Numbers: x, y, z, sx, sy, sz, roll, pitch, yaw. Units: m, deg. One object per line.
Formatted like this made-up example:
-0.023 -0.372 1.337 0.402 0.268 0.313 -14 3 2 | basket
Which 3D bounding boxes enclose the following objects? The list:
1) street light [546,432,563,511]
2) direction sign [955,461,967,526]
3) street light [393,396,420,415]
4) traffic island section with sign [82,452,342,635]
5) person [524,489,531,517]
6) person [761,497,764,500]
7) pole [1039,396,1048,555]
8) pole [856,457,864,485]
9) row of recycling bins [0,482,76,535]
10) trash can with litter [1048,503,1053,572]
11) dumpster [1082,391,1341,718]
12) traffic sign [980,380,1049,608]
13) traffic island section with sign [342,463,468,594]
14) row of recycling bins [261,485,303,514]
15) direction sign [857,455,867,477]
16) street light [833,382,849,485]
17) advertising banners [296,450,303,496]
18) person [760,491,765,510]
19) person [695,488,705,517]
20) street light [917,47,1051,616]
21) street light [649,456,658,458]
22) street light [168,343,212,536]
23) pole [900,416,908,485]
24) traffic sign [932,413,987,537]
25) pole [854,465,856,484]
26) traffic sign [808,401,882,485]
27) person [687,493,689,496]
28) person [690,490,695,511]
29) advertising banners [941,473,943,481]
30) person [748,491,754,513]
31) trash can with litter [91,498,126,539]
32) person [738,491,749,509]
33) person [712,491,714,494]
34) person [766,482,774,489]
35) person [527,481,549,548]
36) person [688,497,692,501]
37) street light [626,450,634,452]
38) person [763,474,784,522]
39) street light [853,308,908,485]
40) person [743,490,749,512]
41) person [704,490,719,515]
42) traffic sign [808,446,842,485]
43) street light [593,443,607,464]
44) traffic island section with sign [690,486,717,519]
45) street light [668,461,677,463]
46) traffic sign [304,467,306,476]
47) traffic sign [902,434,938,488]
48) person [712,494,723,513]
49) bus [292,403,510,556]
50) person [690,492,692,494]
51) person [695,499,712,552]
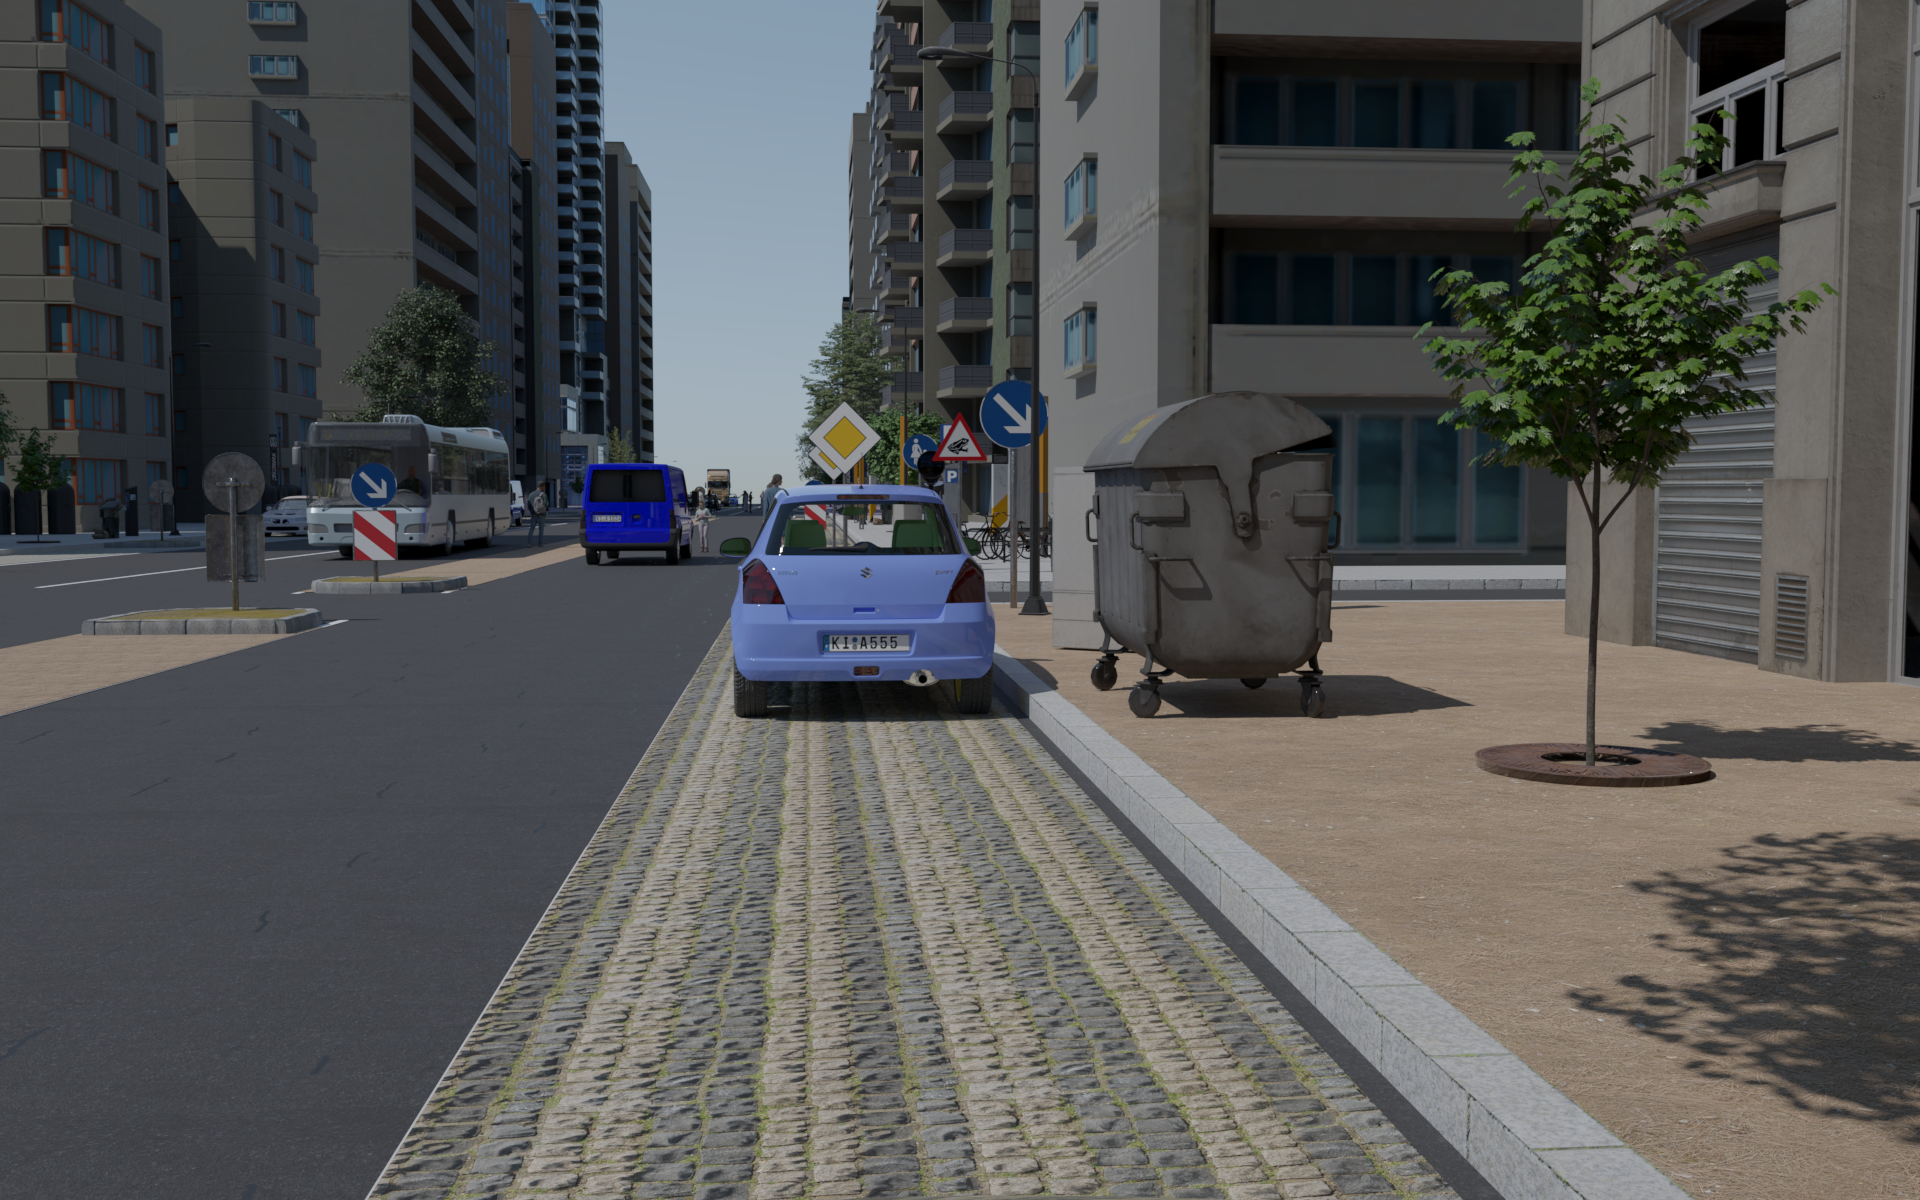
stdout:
-30.366 -9.607 129.621 1.470 5.913 1.316 0 4 -5 | street light
0.041 -4.767 69.944 0.379 3.537 0.876 2 4 34 | direction sign
-26.184 -6.688 81.896 1.470 5.913 1.316 0 4 -5 | street light
-7.928 -0.630 18.441 2.006 1.907 1.989 0 4 -5 | traffic island section with sign
-26.349 -5.897 105.590 0.621 1.740 0.551 -2 4 -30 | person
-14.897 -7.664 134.491 1.217 1.739 0.721 -2 4 -26 | person
1.734 -2.585 36.106 0.158 3.312 0.155 0 3 0 | pole
-3.573 -4.214 62.745 0.158 3.312 0.155 0 3 0 | pole
-29.866 -2.909 54.672 3.534 1.692 1.069 -1 4 -18 | row of recycling bins
1.947 -1.027 28.177 1.055 1.170 0.624 0 4 6 | trash can with litter
1.508 -0.296 10.595 1.264 1.857 1.865 0 4 -5 | dumpster
0.604 -1.180 19.398 0.768 2.556 0.104 0 4 1 | traffic sign
-8.568 -1.082 25.820 2.006 1.907 1.989 0 4 -5 | traffic island section with sign
-29.849 -4.223 76.162 1.069 1.692 3.534 0 4 2 | row of recycling bins
-4.577 -5.366 79.728 0.379 3.537 0.876 3 4 36 | direction sign
-4.574 -6.094 72.173 1.470 5.913 1.316 0 4 -5 | street light
-25.261 -4.284 66.224 0.090 3.025 2.074 -2 4 -26 | advertising banners
-18.167 -9.207 159.704 0.551 1.740 0.621 -3 5 -40 | person
-14.537 -5.373 96.568 0.478 1.798 0.641 3 4 38 | person
0.255 -2.793 18.210 1.470 5.913 1.316 0 4 -5 | street light
-37.755 -14.682 212.595 1.470 5.913 1.316 0 4 -5 | street light
-23.708 -4.943 53.353 1.470 5.913 1.316 0 4 -5 | street light
-1.461 -3.154 45.407 0.158 3.312 0.155 0 3 0 | pole
-0.003 -1.699 27.779 0.884 2.594 0.081 0 4 2 | traffic sign
-4.620 -5.072 76.774 0.158 3.312 0.155 0 3 0 | pole
-1.242 -0.922 18.710 0.795 2.450 0.064 0 4 -5 | traffic sign
-12.154 -4.125 76.532 0.643 1.750 0.593 -3 5 -45 | person
-22.851 -8.489 147.749 0.568 1.767 0.683 1 4 13 | person
-0.600 -3.321 50.485 0.090 3.025 2.074 0 4 6 | advertising banners
-15.825 -7.425 131.360 0.415 1.643 0.593 -2 4 -35 | person
-24.419 -2.340 49.643 0.624 1.170 1.055 0 4 -1 | trash can with litter
-20.132 -9.329 161.547 1.217 1.766 0.721 0 4 -3 | person
-25.107 -10.235 176.399 0.434 1.755 0.990 -1 4 -23 | person
-4.624 -2.031 42.462 0.466 1.731 0.760 1 4 20 | person
-11.204 -2.273 46.018 0.623 1.781 0.721 0 4 1 | person
-21.609 -7.779 135.714 0.705 1.821 1.348 3 5 42 | person
-35.194 -12.927 183.903 1.470 5.913 1.316 0 4 -5 | street light
-3.548 -1.523 33.431 0.581 1.822 0.654 1 4 13 | person
-1.904 -4.336 43.434 1.470 5.913 1.316 0 4 -5 | street light
-17.508 -8.091 141.463 0.551 1.740 0.621 1 4 12 | person
-16.787 -6.551 116.336 1.217 1.735 0.721 1 4 14 | person
-1.942 -1.408 26.665 0.795 2.450 0.064 0 4 -5 | traffic sign
-32.957 -11.365 158.356 1.470 5.913 1.316 0 4 -5 | street light
-15.166 -5.660 100.670 2.006 1.907 1.989 0 4 -5 | traffic island section with sign
-40.286 -16.500 242.309 1.470 5.913 1.316 0 4 -5 | street light
-25.759 -4.218 69.078 0.768 2.556 0.104 0 4 -4 | traffic sign
-0.844 -2.252 36.918 0.768 2.556 0.104 0 4 -3 | traffic sign
-18.734 -7.401 132.769 1.065 1.426 0.557 1 4 11 | person
-13.375 -2.930 42.767 2.948 3.499 13.247 0 4 -6 | bus
-34.251 -12.963 220.967 0.721 1.766 1.217 1 4 21 | person
-6.314 -1.827 42.649 0.425 1.301 0.394 0 4 -6 | person
